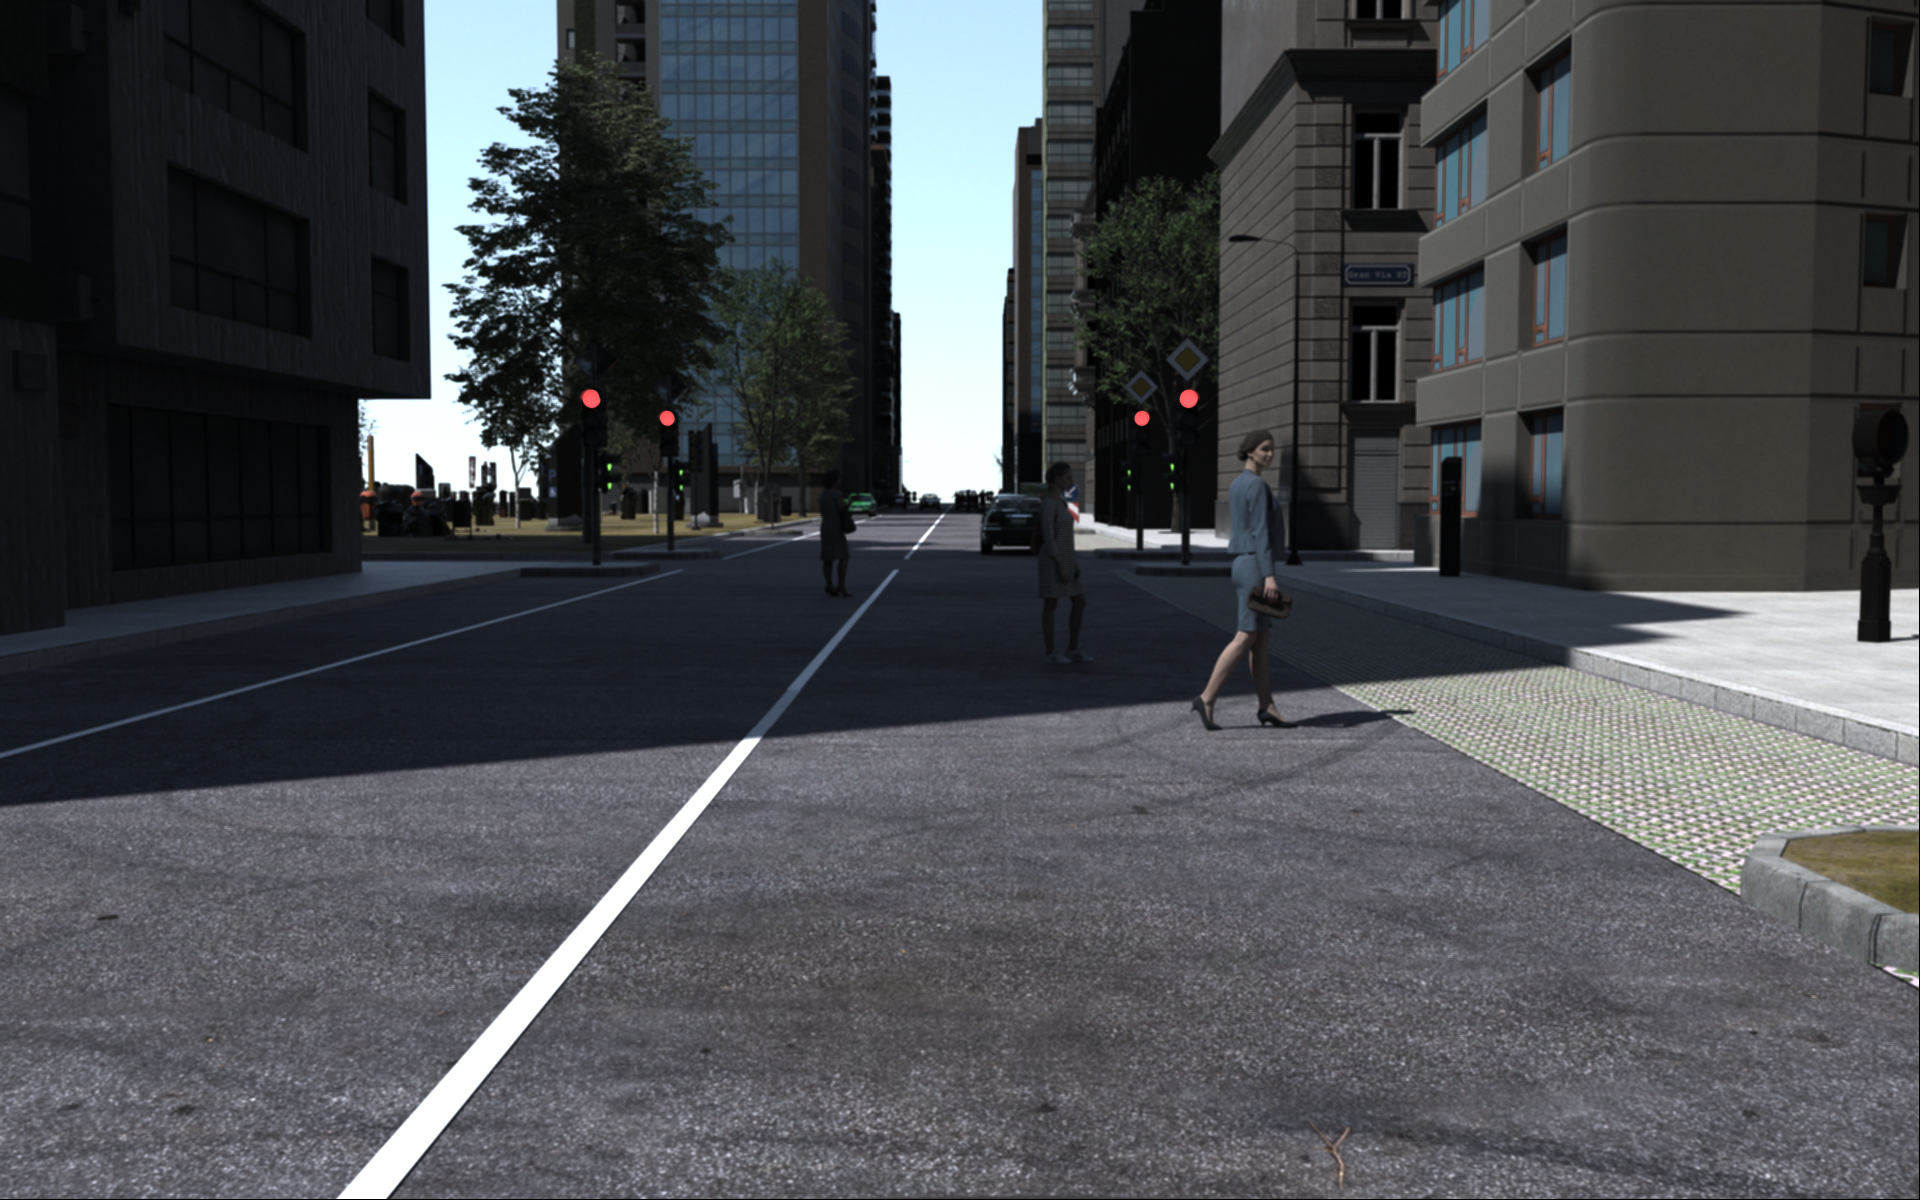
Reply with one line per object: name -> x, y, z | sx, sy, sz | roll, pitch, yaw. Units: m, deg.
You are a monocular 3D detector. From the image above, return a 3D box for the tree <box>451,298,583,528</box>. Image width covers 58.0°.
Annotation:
tree -> -16.617, -6.979, 64.474 | 4.360, 8.622, 3.978 | 0, 3, 0

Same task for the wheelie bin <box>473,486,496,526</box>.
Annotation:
wheelie bin -> -19.227, -3.799, 70.028 | 0.980, 1.594, 0.693 | 0, 4, 7

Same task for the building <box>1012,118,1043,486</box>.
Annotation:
building -> 13.613, -34.052, 206.868 | 14.600, 45.320, 14.200 | 0, 3, 0

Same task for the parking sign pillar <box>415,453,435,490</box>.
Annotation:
parking sign pillar -> -35.149, -7.668, 113.845 | 1.447, 3.967, 1.447 | 2, 4, 24

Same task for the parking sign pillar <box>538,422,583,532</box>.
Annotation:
parking sign pillar -> -13.647, -4.366, 59.854 | 1.447, 3.967, 1.447 | 2, 4, 28

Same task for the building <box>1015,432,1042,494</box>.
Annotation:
building -> 17.220, -52.632, 173.206 | 22.319, 86.520, 31.000 | 0, 3, 0

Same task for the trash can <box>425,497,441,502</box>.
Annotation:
trash can -> -23.845, -4.080, 78.369 | 0.748, 1.137, 0.748 | 0, 3, 0

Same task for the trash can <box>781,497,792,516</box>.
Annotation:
trash can -> -10.103, -5.444, 100.654 | 0.748, 1.137, 0.748 | 0, 3, 0

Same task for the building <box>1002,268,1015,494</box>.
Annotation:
building -> 12.917, -27.525, 221.736 | 14.160, 30.474, 14.107 | 0, 3, 0

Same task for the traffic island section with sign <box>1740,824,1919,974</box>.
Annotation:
traffic island section with sign -> 3.759, 0.182, 5.657 | 1.989, 1.847, 2.006 | 0, 3, 0

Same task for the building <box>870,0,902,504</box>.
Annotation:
building -> -19.087, -56.776, 240.958 | 22.319, 86.520, 31.000 | 0, 3, 0

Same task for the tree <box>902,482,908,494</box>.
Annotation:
tree -> -9.019, -17.086, 273.957 | 1.663, 3.219, 1.824 | 0, 3, 0

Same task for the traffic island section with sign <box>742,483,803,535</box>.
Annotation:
traffic island section with sign -> -6.578, -3.201, 60.966 | 1.989, 1.847, 2.006 | 0, 3, 0

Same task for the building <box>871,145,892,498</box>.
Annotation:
building -> -19.807, -34.112, 212.355 | 22.147, 44.769, 28.867 | 0, 3, 0

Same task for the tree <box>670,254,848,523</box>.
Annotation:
tree -> -8.666, -9.227, 76.612 | 9.928, 11.665, 9.643 | 0, 3, 0

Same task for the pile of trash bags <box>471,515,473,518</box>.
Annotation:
pile of trash bags -> -27.373, -5.015, 91.749 | 3.447, 1.369, 1.912 | 3, 5, 42

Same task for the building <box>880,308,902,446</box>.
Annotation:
building -> -16.219, -30.182, 265.179 | 14.160, 30.474, 14.107 | 0, 3, 0

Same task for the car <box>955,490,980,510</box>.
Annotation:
car -> 0.654, -8.811, 152.725 | 2.281, 1.827, 5.304 | 0, 4, 0

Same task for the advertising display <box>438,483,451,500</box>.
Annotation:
advertising display -> -29.800, -5.808, 100.175 | 0.123, 1.923, 0.974 | 1, 4, 21

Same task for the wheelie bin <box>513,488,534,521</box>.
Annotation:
wheelie bin -> -21.140, -4.651, 83.956 | 0.980, 1.594, 0.693 | -1, 4, -13

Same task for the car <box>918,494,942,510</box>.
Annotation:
car -> -2.711, -8.837, 156.280 | 2.131, 1.459, 4.920 | 0, 4, -1

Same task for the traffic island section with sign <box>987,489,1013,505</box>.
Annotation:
traffic island section with sign -> 3.854, -9.645, 166.322 | 1.989, 1.847, 2.006 | 0, 3, 0

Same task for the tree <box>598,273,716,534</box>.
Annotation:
tree -> -9.854, -6.451, 55.842 | 4.360, 8.622, 3.978 | 0, 3, 0

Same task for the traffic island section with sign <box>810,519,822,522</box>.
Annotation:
traffic island section with sign -> -6.560, -4.871, 88.275 | 1.989, 1.847, 2.006 | 0, 3, 0

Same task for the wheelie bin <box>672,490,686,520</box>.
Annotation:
wheelie bin -> -13.967, -4.746, 85.497 | 0.693, 1.594, 0.980 | -3, 4, -37

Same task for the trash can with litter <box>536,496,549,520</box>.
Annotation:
trash can with litter -> -20.677, -4.600, 86.593 | 1.055, 1.170, 0.624 | 1, 4, 21

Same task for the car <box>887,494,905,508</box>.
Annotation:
car -> -6.301, -9.880, 173.542 | 2.014, 1.417, 4.499 | 0, 3, 0

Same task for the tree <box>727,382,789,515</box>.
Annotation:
tree -> -12.473, -9.552, 106.533 | 4.360, 8.622, 3.978 | 0, 3, 0

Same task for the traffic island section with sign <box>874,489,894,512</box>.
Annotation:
traffic island section with sign -> -6.536, -7.977, 139.051 | 1.989, 1.847, 2.006 | 0, 3, 0

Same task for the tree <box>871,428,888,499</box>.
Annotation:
tree -> -9.628, -14.678, 190.349 | 4.737, 8.622, 4.395 | 0, 3, 0

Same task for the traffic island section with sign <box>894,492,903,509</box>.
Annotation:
traffic island section with sign -> -6.516, -9.646, 166.338 | 1.989, 1.847, 2.006 | 0, 3, 0

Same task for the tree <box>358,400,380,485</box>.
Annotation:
tree -> -35.582, -9.184, 100.525 | 4.360, 8.622, 3.978 | 0, 3, 0

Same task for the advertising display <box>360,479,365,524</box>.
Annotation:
advertising display -> -25.464, -4.190, 73.723 | 0.123, 1.923, 0.974 | -1, 4, -9

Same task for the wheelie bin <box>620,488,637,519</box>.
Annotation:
wheelie bin -> -16.770, -4.887, 87.804 | 0.693, 1.594, 0.980 | 2, 4, 25

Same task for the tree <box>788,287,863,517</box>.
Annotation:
tree -> -8.923, -10.829, 95.186 | 7.486, 12.596, 7.792 | 0, 3, 0

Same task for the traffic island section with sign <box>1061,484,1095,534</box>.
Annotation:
traffic island section with sign -> 3.794, -3.274, 62.155 | 1.989, 1.847, 2.006 | 0, 3, 0

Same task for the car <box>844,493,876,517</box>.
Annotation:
car -> -6.244, -6.104, 108.599 | 1.959, 1.807, 4.718 | 0, 4, 1

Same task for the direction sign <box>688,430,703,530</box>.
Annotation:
direction sign -> -9.420, -4.266, 61.739 | 0.379, 3.537, 0.876 | 2, 4, 24

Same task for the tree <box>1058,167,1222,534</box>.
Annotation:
tree -> 7.065, -7.975, 56.148 | 9.928, 11.665, 9.643 | 0, 3, 0

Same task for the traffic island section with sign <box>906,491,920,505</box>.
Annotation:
traffic island section with sign -> -6.482, -12.992, 221.048 | 1.989, 1.847, 2.006 | 0, 3, 0

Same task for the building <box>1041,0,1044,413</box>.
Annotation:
building -> 20.823, -33.953, 144.370 | 28.713, 52.752, 27.495 | 0, 3, 0

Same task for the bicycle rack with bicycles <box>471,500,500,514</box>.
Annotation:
bicycle rack with bicycles -> -29.870, -5.860, 109.190 | 2.925, 0.926, 2.852 | -2, 4, -31

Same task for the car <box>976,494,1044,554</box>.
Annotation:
car -> 1.447, -1.881, 42.558 | 2.131, 1.459, 4.920 | 0, 4, 2

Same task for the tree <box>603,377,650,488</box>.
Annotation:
tree -> -18.808, -8.957, 96.811 | 4.737, 8.622, 4.395 | 0, 3, 0

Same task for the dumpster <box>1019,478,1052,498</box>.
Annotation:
dumpster -> 3.962, -4.999, 86.680 | 1.985, 2.255, 1.502 | 0, 4, 0

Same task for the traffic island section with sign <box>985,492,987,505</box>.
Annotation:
traffic island section with sign -> 3.897, -13.045, 221.913 | 1.989, 1.847, 2.006 | 0, 3, 0

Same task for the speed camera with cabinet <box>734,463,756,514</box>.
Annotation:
speed camera with cabinet -> -13.659, -7.145, 111.163 | 0.660, 3.252, 2.038 | 2, 4, 34

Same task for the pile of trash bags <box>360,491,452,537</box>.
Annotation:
pile of trash bags -> -17.252, -2.659, 53.223 | 3.447, 1.369, 1.912 | 2, 4, 32

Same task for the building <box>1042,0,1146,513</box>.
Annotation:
building -> 12.880, -26.927, 123.857 | 14.154, 41.232, 14.086 | 0, 3, 0

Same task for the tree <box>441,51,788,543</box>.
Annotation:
tree -> -9.283, -7.760, 45.006 | 7.486, 12.596, 7.792 | 0, 3, 0

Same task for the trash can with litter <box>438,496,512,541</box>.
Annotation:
trash can with litter -> -13.650, -2.316, 48.924 | 2.233, 1.210, 1.678 | -3, 4, -36

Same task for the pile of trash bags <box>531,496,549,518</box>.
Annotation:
pile of trash bags -> -23.385, -5.559, 100.638 | 1.912, 1.369, 3.447 | -3, 4, -38

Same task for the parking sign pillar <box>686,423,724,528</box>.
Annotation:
parking sign pillar -> -9.807, -4.767, 66.411 | 1.447, 3.967, 1.447 | -3, 5, -42

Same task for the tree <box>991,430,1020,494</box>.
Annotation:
tree -> 5.994, -15.148, 198.029 | 4.360, 8.622, 3.978 | 0, 3, 0
